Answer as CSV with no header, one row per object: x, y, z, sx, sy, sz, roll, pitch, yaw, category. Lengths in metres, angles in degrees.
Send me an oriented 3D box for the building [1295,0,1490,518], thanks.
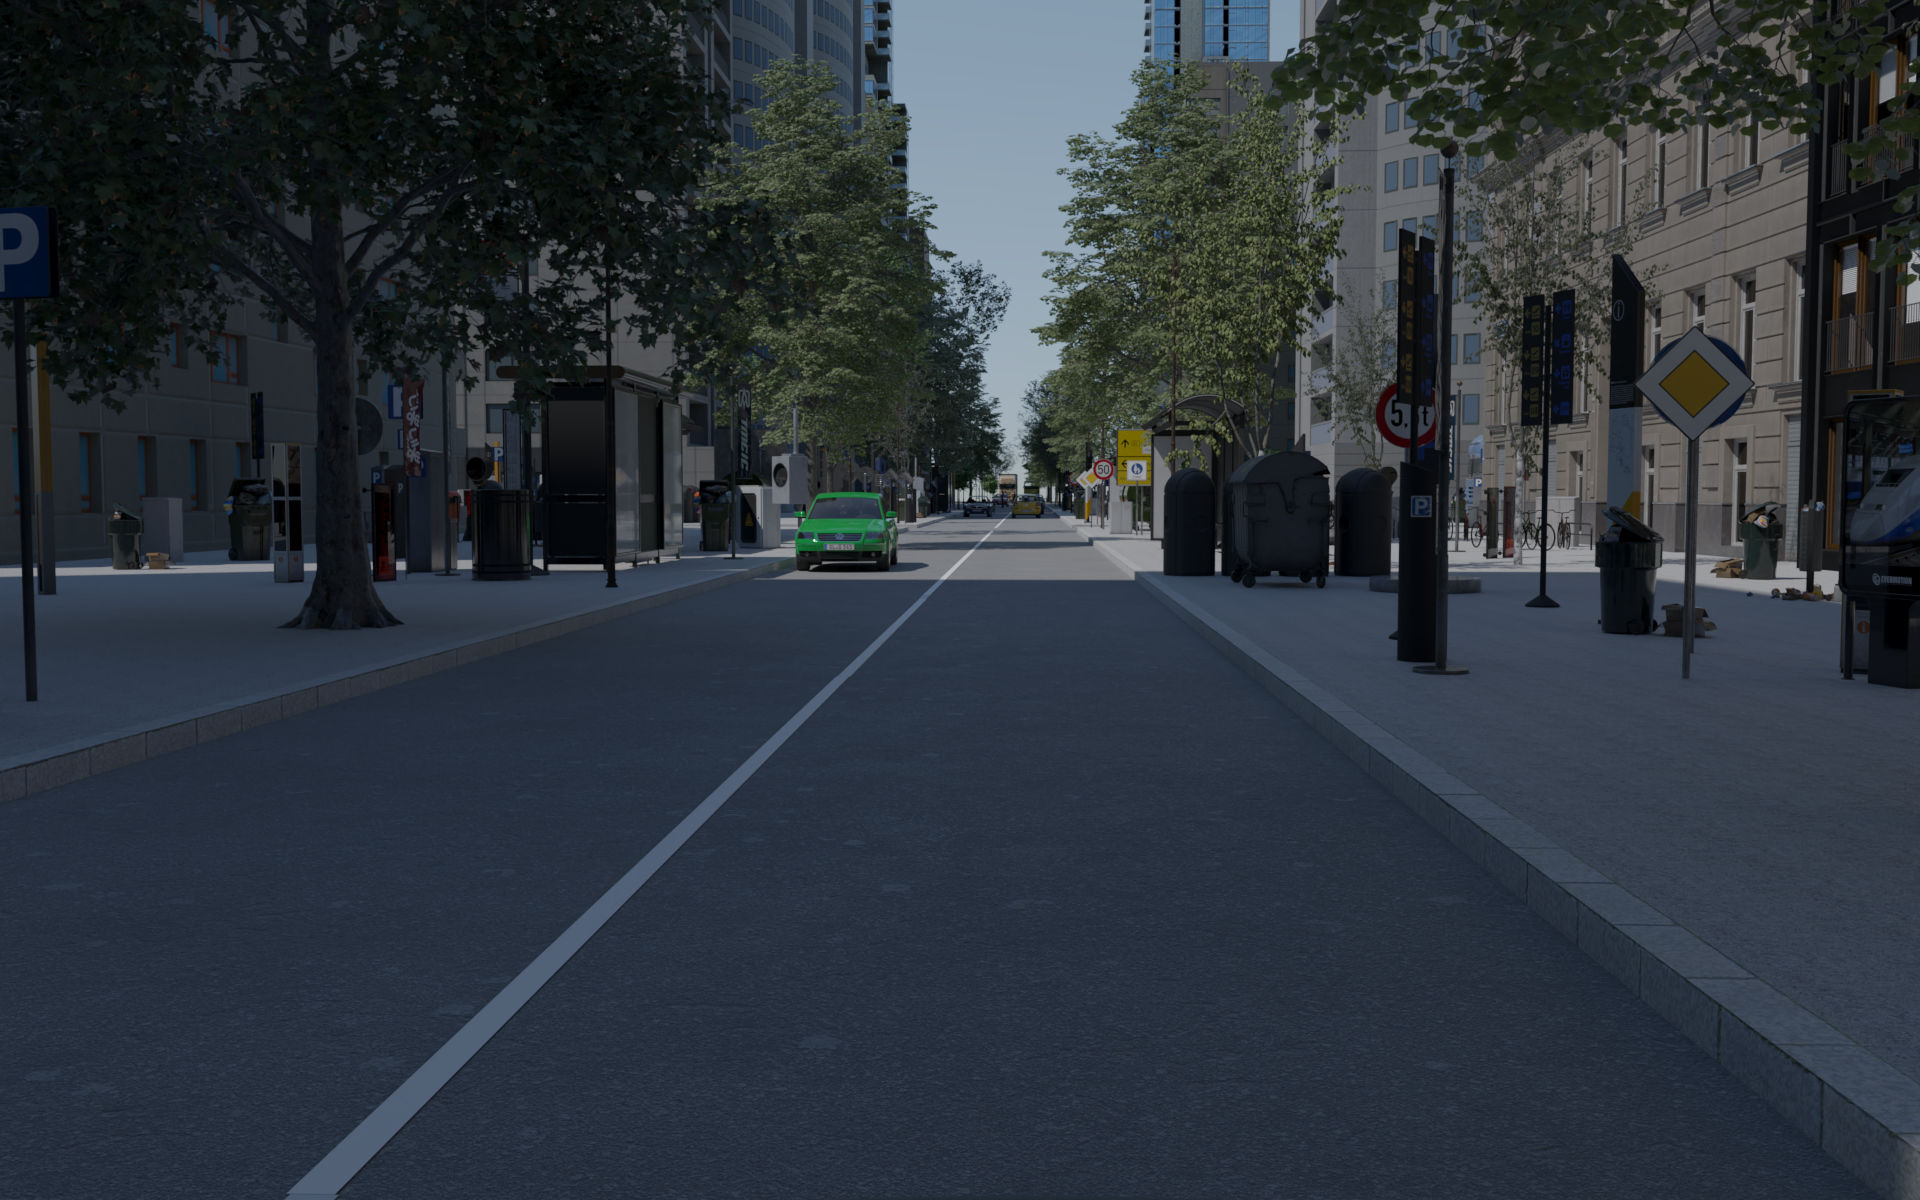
33.743,-33.692,92.860,28.212,58.520,21.231,0,4,2,building

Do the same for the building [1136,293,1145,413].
42.631,-36.895,295.116,32.217,40.220,23.993,0,4,2,building

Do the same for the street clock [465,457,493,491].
-9.291,-1.770,33.516,0.471,2.002,0.358,1,4,17,street clock

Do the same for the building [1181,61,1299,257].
28.223,-29.598,167.514,14.154,41.232,14.086,0,4,2,building

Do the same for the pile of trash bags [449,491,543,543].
-12.777,-2.287,47.146,1.912,1.369,3.447,2,4,30,pile of trash bags

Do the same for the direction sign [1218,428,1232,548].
6.280,-3.014,41.276,0.379,3.537,0.876,-1,4,-14,direction sign

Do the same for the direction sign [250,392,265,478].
-15.669,-2.856,38.690,0.379,3.537,0.876,-3,4,-37,direction sign

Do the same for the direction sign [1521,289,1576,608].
6.627,-1.688,19.597,0.379,3.537,0.876,-1,4,-19,direction sign

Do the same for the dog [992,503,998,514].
2.247,-6.459,122.443,0.513,0.831,0.800,-2,4,-30,dog

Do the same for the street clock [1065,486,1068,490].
9.170,-8.727,147.254,0.471,2.002,0.358,-1,4,-12,street clock

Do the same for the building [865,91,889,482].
-19.836,-35.435,203.071,21.300,48.544,21.600,0,4,2,building

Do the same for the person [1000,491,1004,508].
4.253,-10.232,176.515,0.721,1.735,1.217,-1,4,-12,person

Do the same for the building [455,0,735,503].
-21.693,-40.361,98.155,20.563,71.187,20.611,0,4,2,building

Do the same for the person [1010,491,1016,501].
6.347,-11.757,201.443,1.217,1.735,0.721,-1,4,-13,person

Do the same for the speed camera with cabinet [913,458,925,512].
-2.273,-6.058,93.384,0.660,3.252,2.038,0,4,6,speed camera with cabinet

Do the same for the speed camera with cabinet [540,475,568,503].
-19.287,-5.375,82.225,0.660,3.252,2.038,-3,4,-36,speed camera with cabinet

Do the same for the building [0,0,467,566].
-31.127,-12.097,42.829,28.899,21.520,27.650,0,4,2,building

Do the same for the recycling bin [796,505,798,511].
-11.724,-7.096,128.566,0.722,1.027,0.722,-2,4,-26,recycling bin

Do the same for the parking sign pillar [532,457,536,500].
-22.423,-6.136,88.789,1.447,3.967,1.447,1,4,23,parking sign pillar

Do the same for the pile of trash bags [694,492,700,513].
-12.439,-4.335,80.637,3.447,1.369,1.912,3,4,36,pile of trash bags

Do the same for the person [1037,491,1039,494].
9.184,-11.894,202.976,0.705,1.824,1.348,-1,4,-16,person

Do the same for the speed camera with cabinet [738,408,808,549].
-4.392,-2.822,40.476,0.660,3.252,2.038,-3,5,-42,speed camera with cabinet

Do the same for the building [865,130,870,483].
-17.273,-30.663,184.936,14.154,41.232,14.086,0,4,2,building

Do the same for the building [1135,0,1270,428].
36.056,-58.338,266.501,22.319,86.520,31.000,0,4,2,building

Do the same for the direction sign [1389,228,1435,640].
3.987,-1.419,15.205,0.379,3.537,0.876,2,4,33,direction sign

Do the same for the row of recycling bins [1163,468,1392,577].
4.978,-1.228,27.193,3.534,1.692,1.069,0,4,3,row of recycling bins

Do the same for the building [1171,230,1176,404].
29.050,-25.101,182.106,14.160,30.474,14.107,0,4,2,building

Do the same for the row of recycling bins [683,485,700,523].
-12.457,-4.262,76.800,1.069,1.692,3.534,1,4,11,row of recycling bins

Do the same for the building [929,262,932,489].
-12.254,-37.495,296.628,14.154,41.232,14.086,0,4,2,building

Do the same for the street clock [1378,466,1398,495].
11.145,-2.485,45.204,0.471,2.002,0.358,0,4,-3,street clock

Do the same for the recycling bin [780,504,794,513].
-11.951,-6.527,119.275,0.722,1.027,0.722,3,5,39,recycling bin

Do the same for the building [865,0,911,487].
-17.648,-57.847,258.462,22.319,86.520,31.000,0,4,2,building

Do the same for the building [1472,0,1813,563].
21.474,-14.930,41.376,12.463,27.353,25.104,0,4,2,building

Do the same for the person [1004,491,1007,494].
5.647,-12.597,214.327,0.709,1.838,0.599,1,4,22,person

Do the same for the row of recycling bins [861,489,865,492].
-6.545,-8.316,143.084,3.534,1.692,1.069,-1,4,-20,row of recycling bins

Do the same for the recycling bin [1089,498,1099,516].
7.899,-5.532,103.006,0.722,1.027,0.722,2,4,23,recycling bin

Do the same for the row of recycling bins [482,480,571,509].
-12.389,-2.670,50.769,3.534,1.692,1.069,0,4,-3,row of recycling bins

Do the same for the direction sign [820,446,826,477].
-6.193,-5.458,81.242,0.876,3.537,0.379,-2,4,-35,direction sign

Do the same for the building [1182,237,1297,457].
31.096,-17.468,130.636,27.650,21.520,28.899,0,4,2,building

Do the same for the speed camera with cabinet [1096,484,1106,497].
9.610,-8.067,126.237,2.038,3.252,0.660,1,4,9,speed camera with cabinet

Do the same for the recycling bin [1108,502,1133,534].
5.148,-2.633,55.596,0.722,1.027,0.722,0,4,1,recycling bin

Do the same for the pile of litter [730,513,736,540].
-6.345,-2.123,48.683,1.176,0.858,1.719,0,4,3,pile of litter

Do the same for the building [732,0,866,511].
-20.709,-38.007,163.420,21.231,58.520,28.212,0,4,2,building

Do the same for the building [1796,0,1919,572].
20.269,-11.706,21.069,12.332,23.373,15.834,0,4,2,building

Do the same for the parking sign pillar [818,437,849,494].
-5.536,-5.430,77.251,1.447,3.967,1.447,3,5,42,parking sign pillar

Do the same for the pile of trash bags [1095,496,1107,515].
8.643,-5.969,107.338,3.447,1.369,1.912,3,5,44,pile of trash bags

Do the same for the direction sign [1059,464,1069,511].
7.751,-8.362,128.722,0.876,3.537,0.379,-2,4,-31,direction sign

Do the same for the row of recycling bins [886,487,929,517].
-3.301,-5.473,96.596,3.534,1.692,1.069,-3,4,-37,row of recycling bins

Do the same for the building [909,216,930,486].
-12.268,-38.653,282.079,14.600,45.320,14.200,0,4,2,building
